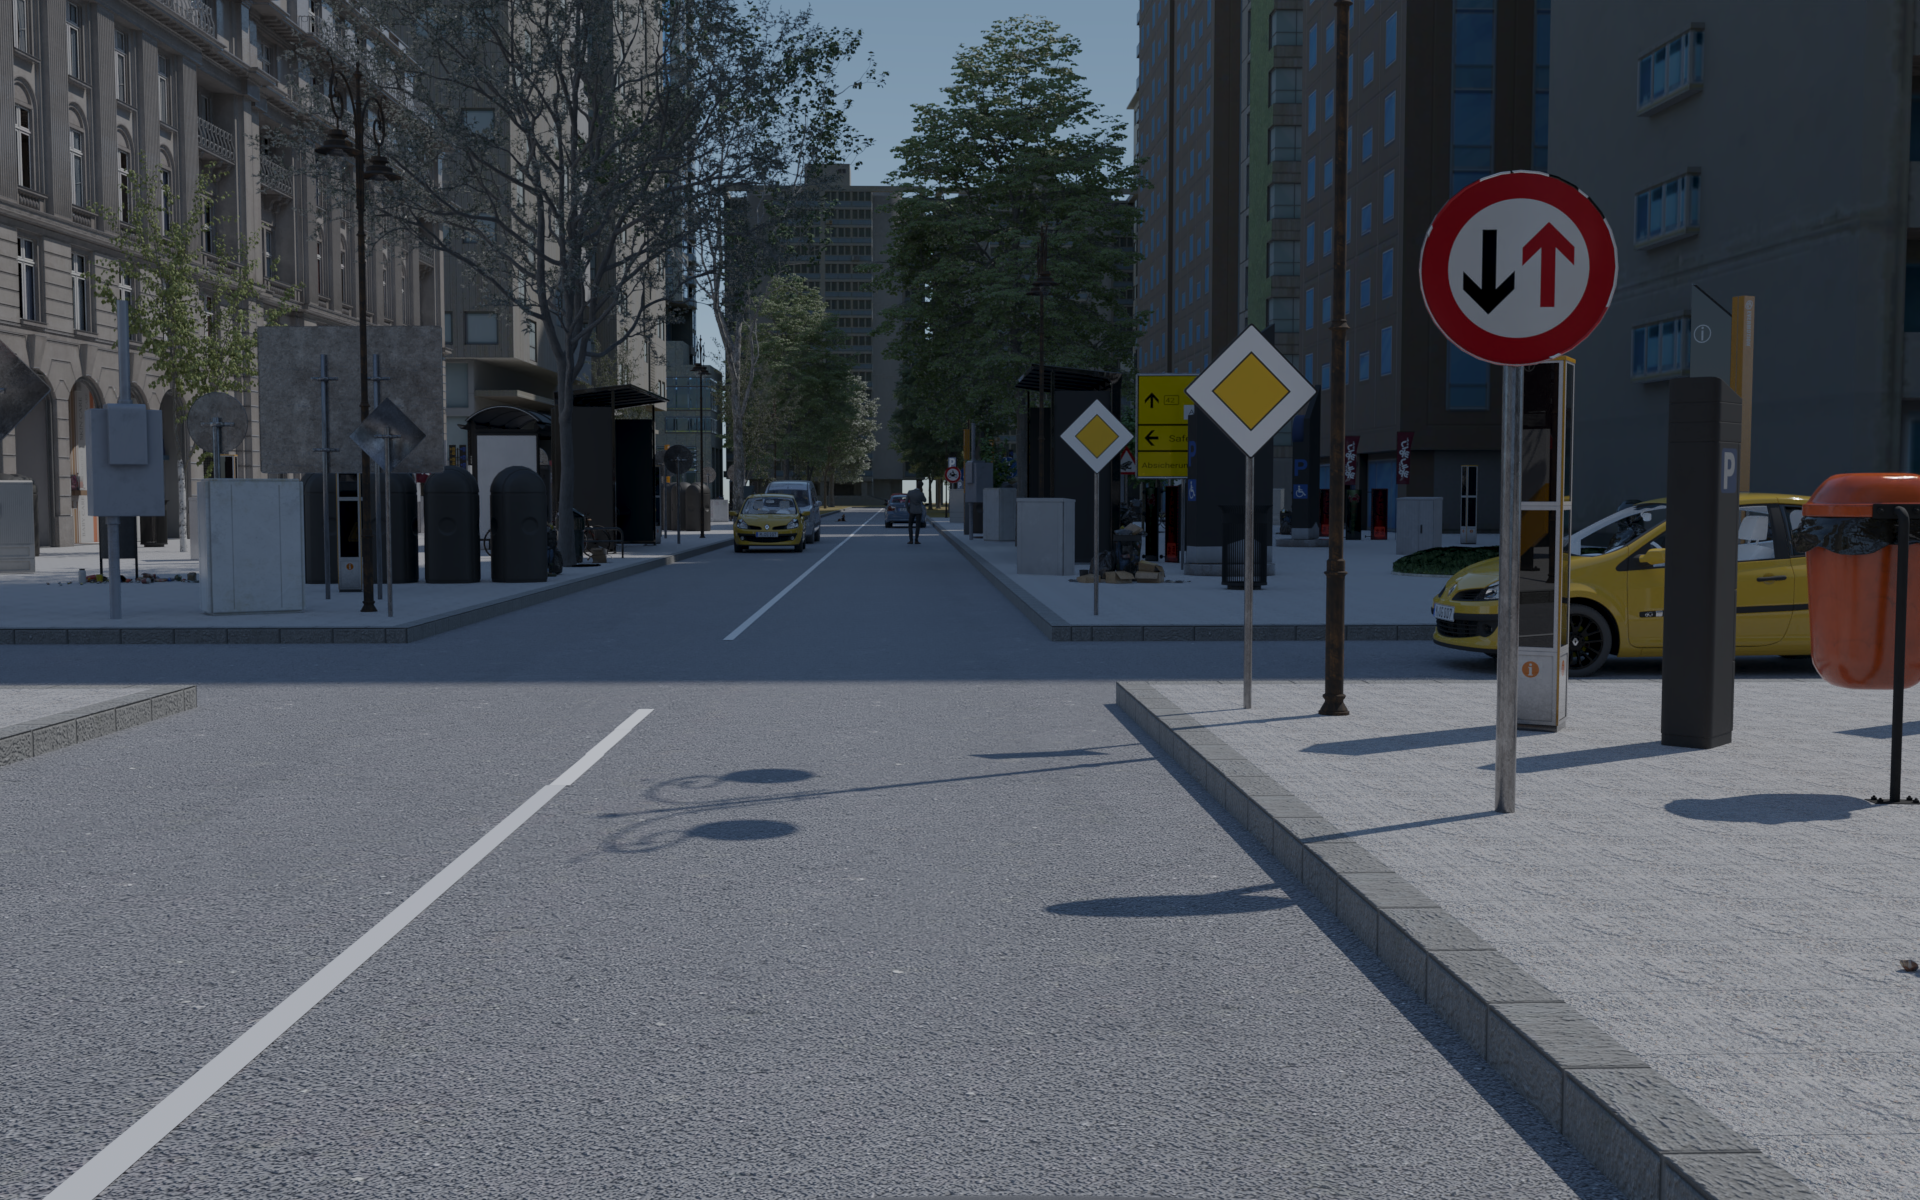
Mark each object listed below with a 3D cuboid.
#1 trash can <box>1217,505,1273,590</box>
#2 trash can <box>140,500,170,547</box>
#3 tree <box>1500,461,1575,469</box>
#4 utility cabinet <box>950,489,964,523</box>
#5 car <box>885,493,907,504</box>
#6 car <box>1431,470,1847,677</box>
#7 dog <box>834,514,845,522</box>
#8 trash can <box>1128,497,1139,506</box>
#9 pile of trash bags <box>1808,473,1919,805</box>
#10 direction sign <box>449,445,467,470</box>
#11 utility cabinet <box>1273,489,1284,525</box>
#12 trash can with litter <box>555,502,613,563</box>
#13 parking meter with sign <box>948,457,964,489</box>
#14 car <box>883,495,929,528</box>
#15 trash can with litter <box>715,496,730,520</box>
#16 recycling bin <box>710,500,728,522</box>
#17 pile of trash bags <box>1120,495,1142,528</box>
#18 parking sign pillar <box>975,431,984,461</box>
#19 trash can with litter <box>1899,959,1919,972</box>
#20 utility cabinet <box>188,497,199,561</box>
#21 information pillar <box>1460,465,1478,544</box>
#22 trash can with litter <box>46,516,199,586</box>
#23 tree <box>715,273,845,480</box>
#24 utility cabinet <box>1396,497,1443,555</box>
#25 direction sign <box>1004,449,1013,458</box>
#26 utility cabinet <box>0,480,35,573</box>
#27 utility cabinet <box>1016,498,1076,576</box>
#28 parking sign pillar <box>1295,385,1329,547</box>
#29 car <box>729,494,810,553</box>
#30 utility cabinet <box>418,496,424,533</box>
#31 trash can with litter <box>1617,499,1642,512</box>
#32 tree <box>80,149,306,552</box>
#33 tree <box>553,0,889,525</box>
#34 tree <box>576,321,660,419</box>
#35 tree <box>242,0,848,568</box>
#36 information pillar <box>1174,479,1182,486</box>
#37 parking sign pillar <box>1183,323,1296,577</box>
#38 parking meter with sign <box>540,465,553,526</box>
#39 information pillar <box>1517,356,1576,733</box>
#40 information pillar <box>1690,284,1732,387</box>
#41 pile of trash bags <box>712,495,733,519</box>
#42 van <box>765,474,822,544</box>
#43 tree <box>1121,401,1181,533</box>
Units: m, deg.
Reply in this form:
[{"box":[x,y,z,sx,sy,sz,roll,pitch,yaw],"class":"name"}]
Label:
[{"box":[3.831,-0.713,23.315,0.748,1.137,0.748,0,3,0],"class":"trash can"},{"box":[-19.500,-1.848,41.876,0.748,1.137,0.748,0,3,0],"class":"trash can"},{"box":[13.535,-2.854,41.260,1.663,3.219,1.824,0,3,0],"class":"tree"},{"box":[0.105,-4.158,76.657,1.173,1.500,0.318,3,4,36],"class":"utility cabinet"},{"box":[-3.454,-5.792,103.744,2.155,1.783,4.494,0,4,-1],"class":"car"},{"box":[5.957,-0.252,14.339,3.980,1.641,2.015,0,4,-2],"class":"car"},{"box":[-6.230,-4.286,90.263,0.748,0.427,0.550,-1,4,-14],"class":"dog"},{"box":[9.305,-4.994,93.306,0.748,1.137,0.748,0,3,0],"class":"trash can"},{"box":[5.310,0.150,7.301,3.447,1.369,1.912,0,4,4],"class":"pile of trash bags"},{"box":[-23.070,-5.360,79.634,0.876,3.537,0.379,1,4,15],"class":"direction sign"},{"box":[12.711,-3.817,71.083,1.173,1.500,0.318,3,5,41],"class":"utility cabinet"},{"box":[-7.018,-1.280,32.313,1.055,1.170,0.624,-1,4,-11],"class":"trash can with litter"},{"box":[0.262,-5.309,83.064,1.738,3.016,0.543,-3,5,-43],"class":"parking meter with sign"},{"box":[-2.331,-3.841,74.806,2.014,1.417,4.499,0,4,0],"class":"car"},{"box":[-11.940,-4.512,84.823,2.233,1.210,1.678,3,5,39],"class":"trash can with litter"},{"box":[-10.987,-4.053,78.827,0.722,1.027,0.722,-2,4,-25],"class":"recycling bin"},{"box":[3.004,-2.144,44.811,1.912,1.369,3.447,-3,5,-40],"class":"pile of trash bags"},{"box":[0.981,-5.309,75.278,1.447,3.967,1.447,-1,4,-10],"class":"parking sign pillar"},{"box":[3.785,0.391,4.665,2.233,1.210,1.678,2,4,26],"class":"trash can with litter"},{"box":[-14.757,-1.380,33.721,0.306,1.237,1.020,-2,4,-33],"class":"utility cabinet"},{"box":[12.978,-2.426,44.162,0.304,2.012,0.304,-1,4,-13],"class":"information pillar"},{"box":[-11.834,-0.858,25.081,2.233,1.210,1.678,0,4,-4],"class":"trash can with litter"},{"box":[-8.556,-10.465,89.230,7.486,12.596,7.792,0,3,0],"class":"tree"},{"box":[9.615,-1.537,36.297,0.306,1.237,1.020,-2,4,-33],"class":"utility cabinet"},{"box":[2.407,-5.851,87.656,0.379,3.537,0.876,3,5,41],"class":"direction sign"},{"box":[-15.462,-1.162,27.670,1.173,1.500,0.318,-2,4,-29],"class":"utility cabinet"},{"box":[1.368,-1.005,27.599,0.306,1.237,1.020,-3,5,-45],"class":"utility cabinet"},{"box":[8.448,-3.289,42.254,1.447,3.967,1.447,1,4,23],"class":"parking sign pillar"},{"box":[-4.775,-2.048,43.705,2.015,1.641,3.980,0,4,-3],"class":"car"},{"box":[-17.926,-2.794,56.848,1.020,1.237,0.306,2,4,34],"class":"utility cabinet"},{"box":[13.569,-1.448,35.054,0.624,1.170,1.055,2,4,35],"class":"trash can with litter"},{"box":[-16.922,-5.363,38.044,4.737,8.622,4.395,0,3,0],"class":"tree"},{"box":[-9.314,-12.593,61.781,12.611,20.169,13.585,0,3,0],"class":"tree"},{"box":[-14.883,-7.569,74.123,4.360,8.622,3.978,0,3,0],"class":"tree"},{"box":[-6.848,-7.320,30.048,12.009,13.543,11.850,0,3,0],"class":"tree"},{"box":[10.301,-5.504,81.348,0.504,3.616,0.183,1,4,21],"class":"information pillar"},{"box":[4.288,-2.385,27.460,1.447,3.967,1.447,-1,4,-14],"class":"parking sign pillar"},{"box":[-11.063,-3.008,45.436,1.738,3.016,0.543,0,4,-4],"class":"parking meter with sign"},{"box":[3.149,-0.302,9.436,0.304,2.012,0.304,2,4,28],"class":"information pillar"},{"box":[8.321,-1.706,19.251,0.183,3.616,0.504,-3,4,-38],"class":"information pillar"},{"box":[-11.991,-4.900,89.871,3.447,1.369,1.912,-3,4,-36],"class":"pile of trash bags"},{"box":[-5.053,-2.705,51.238,2.013,2.044,4.112,0,4,-1],"class":"van"},{"box":[6.123,-4.519,57.597,4.285,4.588,4.351,0,3,0],"class":"tree"}]
